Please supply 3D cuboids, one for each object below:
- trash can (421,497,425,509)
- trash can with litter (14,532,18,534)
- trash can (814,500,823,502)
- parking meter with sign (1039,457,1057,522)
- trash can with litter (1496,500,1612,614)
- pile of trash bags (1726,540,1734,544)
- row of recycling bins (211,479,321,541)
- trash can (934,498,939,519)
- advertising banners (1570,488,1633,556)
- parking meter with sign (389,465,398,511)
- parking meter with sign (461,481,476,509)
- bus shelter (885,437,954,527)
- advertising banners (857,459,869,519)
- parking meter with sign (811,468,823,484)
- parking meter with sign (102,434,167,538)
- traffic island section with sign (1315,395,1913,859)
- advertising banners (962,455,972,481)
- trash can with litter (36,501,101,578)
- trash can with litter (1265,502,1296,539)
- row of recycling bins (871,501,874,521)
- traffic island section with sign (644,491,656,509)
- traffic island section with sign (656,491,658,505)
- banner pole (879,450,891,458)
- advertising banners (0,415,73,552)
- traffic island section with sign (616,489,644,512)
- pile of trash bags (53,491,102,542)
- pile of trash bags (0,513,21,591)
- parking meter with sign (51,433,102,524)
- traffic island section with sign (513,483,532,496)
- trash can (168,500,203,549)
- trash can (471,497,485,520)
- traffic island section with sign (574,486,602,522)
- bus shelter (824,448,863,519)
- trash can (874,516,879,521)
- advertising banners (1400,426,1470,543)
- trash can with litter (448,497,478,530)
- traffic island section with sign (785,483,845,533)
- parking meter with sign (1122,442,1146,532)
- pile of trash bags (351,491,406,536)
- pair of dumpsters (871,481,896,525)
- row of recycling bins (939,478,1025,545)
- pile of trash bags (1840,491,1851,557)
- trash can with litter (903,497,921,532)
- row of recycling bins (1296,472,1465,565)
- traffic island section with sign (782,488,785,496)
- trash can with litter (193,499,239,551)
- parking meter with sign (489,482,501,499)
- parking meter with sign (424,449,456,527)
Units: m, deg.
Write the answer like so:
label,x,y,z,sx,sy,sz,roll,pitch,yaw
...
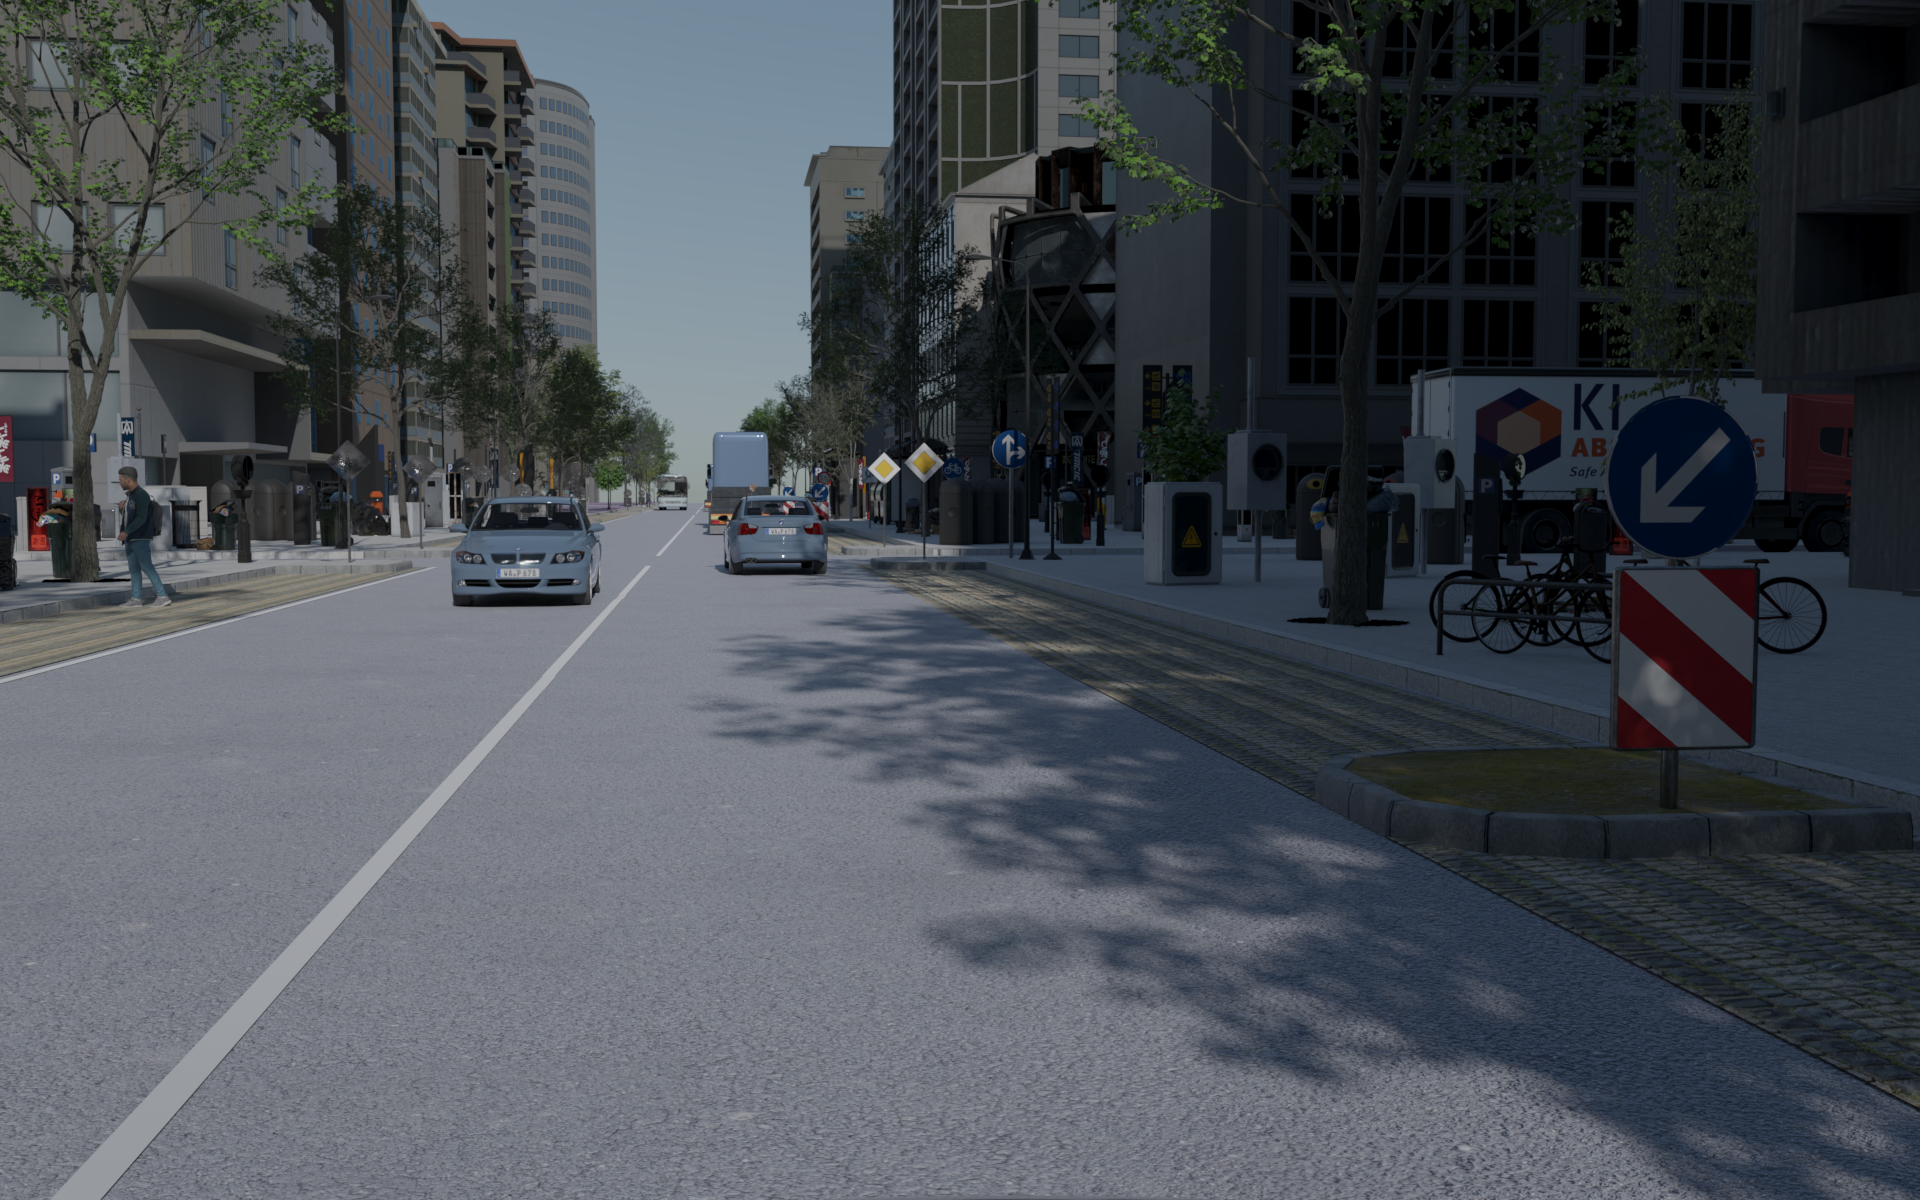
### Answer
label,x,y,z,sx,sy,sz,roll,pitch,yaw
trash can,-29.056,-5.015,93.657,0.748,1.137,0.748,0,3,0
trash can with litter,-30.771,-2.775,56.434,1.678,1.210,2.233,2,4,34
trash can,-8.077,-5.384,99.676,0.748,1.137,0.748,0,3,0
parking meter with sign,4.003,-5.107,79.768,0.543,3.016,1.738,1,4,15
trash can with litter,6.646,-0.497,19.178,2.233,1.210,1.678,-2,4,-35
pile of trash bags,18.524,-2.198,45.697,3.447,1.369,1.912,1,4,20
row of recycling bins,-19.299,-2.497,47.940,3.534,1.692,1.069,2,4,24
trash can,-0.531,-2.915,59.319,0.748,1.137,0.748,0,3,0
advertising banners,13.779,-2.440,36.082,2.074,3.025,0.090,3,5,40
parking meter with sign,-30.914,-6.023,94.729,0.543,3.016,1.738,-2,4,-28
parking meter with sign,-28.131,-6.224,98.029,1.738,3.016,0.543,1,4,15
bus shelter,-1.587,-4.294,64.133,2.014,3.302,5.546,0,4,-8
advertising banners,-4.525,-5.602,87.775,0.090,3.025,2.074,3,4,39
parking meter with sign,-9.451,-7.158,113.286,0.543,3.016,1.738,1,4,10
parking meter with sign,-24.032,-3.310,50.381,1.738,3.016,0.543,-1,4,-19
traffic island section with sign,2.695,0.055,7.728,1.989,1.847,2.006,0,4,-8
advertising banners,0.954,-4.992,77.803,2.074,3.025,0.090,2,4,32
trash can with litter,-13.727,-0.939,26.742,0.624,1.170,1.055,0,4,-6
trash can with litter,9.240,-2.324,49.392,1.055,1.170,0.624,-3,5,-44
row of recycling bins,-2.714,-4.732,84.475,3.534,1.692,1.069,-1,4,-20
traffic island section with sign,-30.435,-9.625,165.988,1.989,1.847,2.006,0,4,-8
traffic island section with sign,-37.973,-12.870,219.056,1.989,1.847,2.006,0,4,-8
banner pole,-4.329,-6.637,98.529,0.863,3.779,0.401,-1,4,-16
advertising banners,-20.550,-2.596,38.631,2.074,3.025,0.090,0,4,-5
traffic island section with sign,-26.581,-7.970,138.929,1.989,1.847,2.006,0,4,-8
pile of trash bags,-23.855,-2.218,46.017,1.912,1.369,3.447,-2,4,-28
pile of trash bags,-13.384,-0.780,22.508,1.912,1.369,3.447,-1,4,-22
parking meter with sign,-25.218,-3.215,48.827,0.543,3.016,1.738,1,4,20
traffic island section with sign,-15.677,-3.278,62.216,1.989,1.847,2.006,0,4,-8
trash can,-18.251,-1.785,40.837,0.748,1.137,0.748,0,3,0
trash can,-20.928,-3.874,74.989,0.748,1.137,0.748,0,3,0
traffic island section with sign,-19.515,-4.932,89.263,1.989,1.847,2.006,0,4,-8
bus shelter,-6.158,-6.152,91.873,1.731,3.624,6.357,0,4,-8
trash can,-3.778,-4.314,82.192,0.748,1.137,0.748,0,3,0
advertising banners,12.311,-2.980,44.912,2.074,3.025,0.090,-1,4,-16
trash can with litter,-17.820,-3.100,62.074,0.624,1.170,1.055,2,4,25
traffic island section with sign,-5.346,-3.403,64.271,1.989,1.847,2.006,0,4,-8
parking meter with sign,5.995,-3.842,59.081,0.543,3.016,1.738,-1,4,-16
pile of trash bags,-18.229,-2.739,54.538,1.912,1.369,3.447,-2,4,-25
pair of dumpsters,-2.847,-4.326,73.226,1.574,2.255,4.437,-1,4,-8
row of recycling bins,0.662,-2.305,44.795,1.069,1.692,3.534,2,4,32
pile of trash bags,18.979,-1.570,35.417,1.912,1.369,3.447,0,4,3
trash can with litter,-1.587,-2.896,58.736,0.624,1.170,1.055,0,4,6
row of recycling bins,7.916,-1.569,32.769,1.069,1.692,3.534,-3,5,-45
traffic island section with sign,-9.123,-5.036,90.962,1.989,1.847,2.006,0,4,-8
trash can with litter,-16.971,-1.714,39.414,1.055,1.170,0.624,1,4,13
parking meter with sign,-30.299,-7.134,112.901,0.543,3.016,1.738,2,4,27
parking meter with sign,-20.294,-4.310,66.725,1.738,3.016,0.543,-1,4,-15
